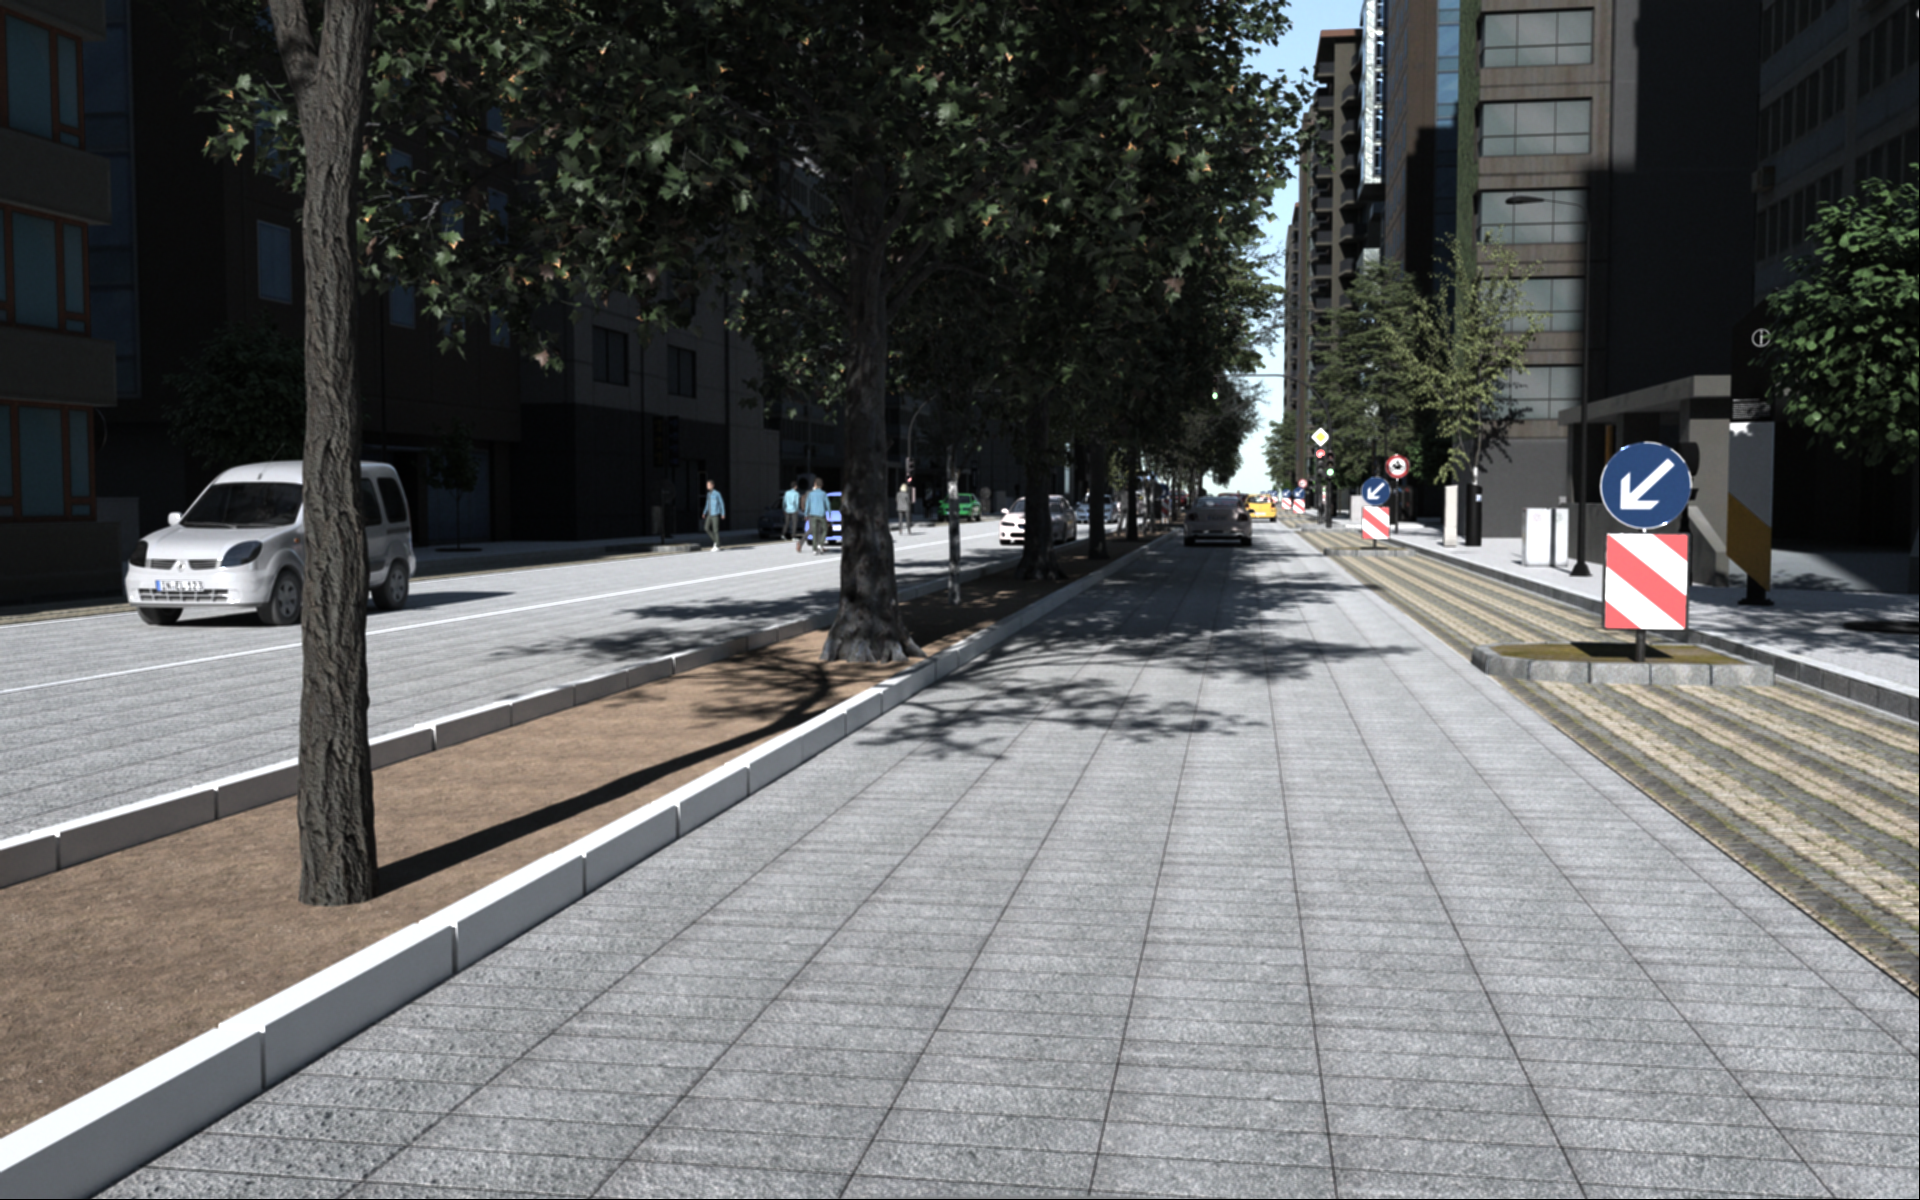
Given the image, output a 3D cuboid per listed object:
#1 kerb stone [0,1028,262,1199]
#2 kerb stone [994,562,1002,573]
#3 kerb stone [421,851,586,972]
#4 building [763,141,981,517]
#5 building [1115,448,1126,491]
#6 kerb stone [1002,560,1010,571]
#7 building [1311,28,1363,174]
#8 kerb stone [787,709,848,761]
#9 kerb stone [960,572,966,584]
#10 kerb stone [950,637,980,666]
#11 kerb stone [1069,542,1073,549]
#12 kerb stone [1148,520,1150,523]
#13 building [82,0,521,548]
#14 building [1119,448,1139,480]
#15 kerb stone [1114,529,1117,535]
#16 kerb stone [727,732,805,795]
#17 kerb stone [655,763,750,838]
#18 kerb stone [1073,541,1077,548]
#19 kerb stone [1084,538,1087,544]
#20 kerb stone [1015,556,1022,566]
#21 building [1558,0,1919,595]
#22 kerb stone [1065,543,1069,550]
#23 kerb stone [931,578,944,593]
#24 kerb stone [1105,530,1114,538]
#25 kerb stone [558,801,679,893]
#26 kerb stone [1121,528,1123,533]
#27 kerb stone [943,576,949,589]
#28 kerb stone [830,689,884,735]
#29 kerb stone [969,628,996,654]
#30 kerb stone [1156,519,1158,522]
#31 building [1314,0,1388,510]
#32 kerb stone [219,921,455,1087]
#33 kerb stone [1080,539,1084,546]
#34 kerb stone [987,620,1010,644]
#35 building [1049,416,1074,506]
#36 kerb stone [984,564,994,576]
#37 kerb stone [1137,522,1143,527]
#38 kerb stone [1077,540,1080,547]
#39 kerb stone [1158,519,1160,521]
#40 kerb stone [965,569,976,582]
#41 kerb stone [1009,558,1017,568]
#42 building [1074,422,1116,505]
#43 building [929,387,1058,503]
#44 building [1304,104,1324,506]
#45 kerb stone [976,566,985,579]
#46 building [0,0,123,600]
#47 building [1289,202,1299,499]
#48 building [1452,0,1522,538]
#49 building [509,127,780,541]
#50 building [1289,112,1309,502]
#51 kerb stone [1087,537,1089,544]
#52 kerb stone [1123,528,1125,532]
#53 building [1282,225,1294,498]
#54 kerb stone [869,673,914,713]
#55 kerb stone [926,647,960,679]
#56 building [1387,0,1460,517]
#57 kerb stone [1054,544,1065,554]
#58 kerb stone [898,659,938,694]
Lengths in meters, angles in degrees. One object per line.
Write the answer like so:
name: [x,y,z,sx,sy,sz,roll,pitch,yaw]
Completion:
kerb stone: [-1.816,1.136,3.670,0.120,0.150,1.000,1,4,9]
kerb stone: [0.591,-0.557,31.332,0.120,0.150,1.000,1,4,9]
kerb stone: [-1.484,1.010,5.689,0.120,0.150,1.000,1,4,9]
building: [-15.286,-26.330,122.372,32.217,40.220,23.993,1,4,9]
building: [13.908,-39.477,265.051,23.786,49.044,30.456,1,4,9]
kerb stone: [0.752,-0.619,32.341,0.120,0.150,1.000,1,4,9]
building: [44.171,-31.025,161.878,22.147,44.769,28.867,1,4,9]
kerb stone: [-0.819,0.766,9.740,0.120,0.150,1.000,1,4,9]
kerb stone: [-0.082,-0.312,27.290,0.120,0.150,1.000,1,4,9]
kerb stone: [0.011,0.453,14.800,0.120,0.150,1.000,1,4,9]
kerb stone: [2.736,-1.363,44.479,0.120,0.150,1.000,1,4,9]
kerb stone: [8.622,-3.560,80.452,0.120,0.150,1.000,1,4,9]
building: [-19.806,-23.872,40.425,14.600,45.320,14.200,1,4,9]
building: [19.091,-40.802,290.821,21.300,48.544,21.600,1,4,9]
kerb stone: [5.221,-2.292,59.675,0.120,0.150,1.000,1,4,9]
kerb stone: [-0.979,0.824,8.730,0.120,0.150,1.000,1,4,9]
kerb stone: [-1.147,0.889,7.719,0.120,0.150,1.000,1,4,9]
kerb stone: [2.903,-1.425,45.487,0.120,0.150,1.000,1,4,9]
kerb stone: [3.396,-1.607,48.538,0.120,0.150,1.000,1,4,9]
kerb stone: [1.079,-0.741,34.367,0.120,0.150,1.000,1,4,9]
building: [27.447,-20.493,26.943,32.217,40.220,23.993,1,4,9]
kerb stone: [2.567,-1.300,43.465,0.120,0.150,1.000,1,4,9]
kerb stone: [-0.414,-0.188,25.272,0.120,0.150,1.000,1,4,9]
kerb stone: [5.049,-2.228,58.664,0.120,0.150,1.000,1,4,9]
kerb stone: [-1.319,0.953,6.711,0.120,0.150,1.000,1,4,9]
kerb stone: [5.715,-2.478,62.706,0.120,0.150,1.000,1,4,9]
kerb stone: [-0.251,-0.250,26.282,0.120,0.150,1.000,1,4,9]
kerb stone: [-0.652,0.700,10.748,0.120,0.150,1.000,1,4,9]
kerb stone: [0.175,0.391,15.809,0.120,0.150,1.000,1,4,9]
kerb stone: [9.780,-3.995,87.519,0.120,0.150,1.000,1,4,9]
building: [38.739,-49.876,128.144,22.319,86.520,31.000,1,4,9]
kerb stone: [-1.654,1.071,4.680,0.120,0.150,1.000,1,4,9]
kerb stone: [3.228,-1.549,47.529,0.120,0.150,1.000,1,4,9]
kerb stone: [0.338,0.332,16.818,0.120,0.150,1.000,1,4,9]
building: [1.848,-53.488,187.201,22.319,86.520,31.000,1,4,9]
kerb stone: [0.413,-0.497,30.324,0.120,0.150,1.000,1,4,9]
kerb stone: [8.124,-3.377,77.427,0.120,0.150,1.000,1,4,9]
kerb stone: [3.055,-1.487,46.514,0.120,0.150,1.000,1,4,9]
kerb stone: [10.766,-4.365,93.590,0.120,0.150,1.000,1,4,9]
kerb stone: [0.082,-0.373,28.299,0.120,0.150,1.000,1,4,9]
kerb stone: [0.918,-0.678,33.354,0.120,0.150,1.000,1,4,9]
building: [14.260,-28.784,242.316,14.160,30.474,14.107,1,4,9]
building: [-1.453,-44.259,161.882,20.563,71.187,20.611,1,4,9]
building: [43.797,-30.596,183.838,14.154,41.232,14.086,1,4,9]
kerb stone: [0.249,-0.435,29.307,0.120,0.150,1.000,1,4,9]
building: [-27.707,-10.187,11.605,27.650,21.520,28.899,1,4,9]
building: [59.452,-36.570,252.540,22.147,44.769,28.867,1,4,9]
building: [22.983,-22.715,54.986,14.154,41.232,14.086,1,4,9]
building: [-18.786,-37.814,56.513,20.611,71.187,20.563,1,4,9]
building: [45.851,-33.522,198.192,14.600,45.320,14.200,1,4,9]
kerb stone: [3.563,-1.673,49.553,0.120,0.150,1.000,1,4,9]
kerb stone: [5.882,-2.540,63.720,0.120,0.150,1.000,1,4,9]
building: [65.603,-40.844,291.495,21.300,48.544,21.600,1,4,9]
kerb stone: [-0.484,0.638,11.761,0.120,0.150,1.000,1,4,9]
kerb stone: [-0.160,0.514,13.787,0.120,0.150,1.000,1,4,9]
building: [32.151,-27.487,99.528,14.600,45.320,14.200,1,4,9]
kerb stone: [2.400,-1.238,42.452,0.120,0.150,1.000,1,4,9]
kerb stone: [-0.329,0.576,12.777,0.120,0.150,1.000,1,4,9]
